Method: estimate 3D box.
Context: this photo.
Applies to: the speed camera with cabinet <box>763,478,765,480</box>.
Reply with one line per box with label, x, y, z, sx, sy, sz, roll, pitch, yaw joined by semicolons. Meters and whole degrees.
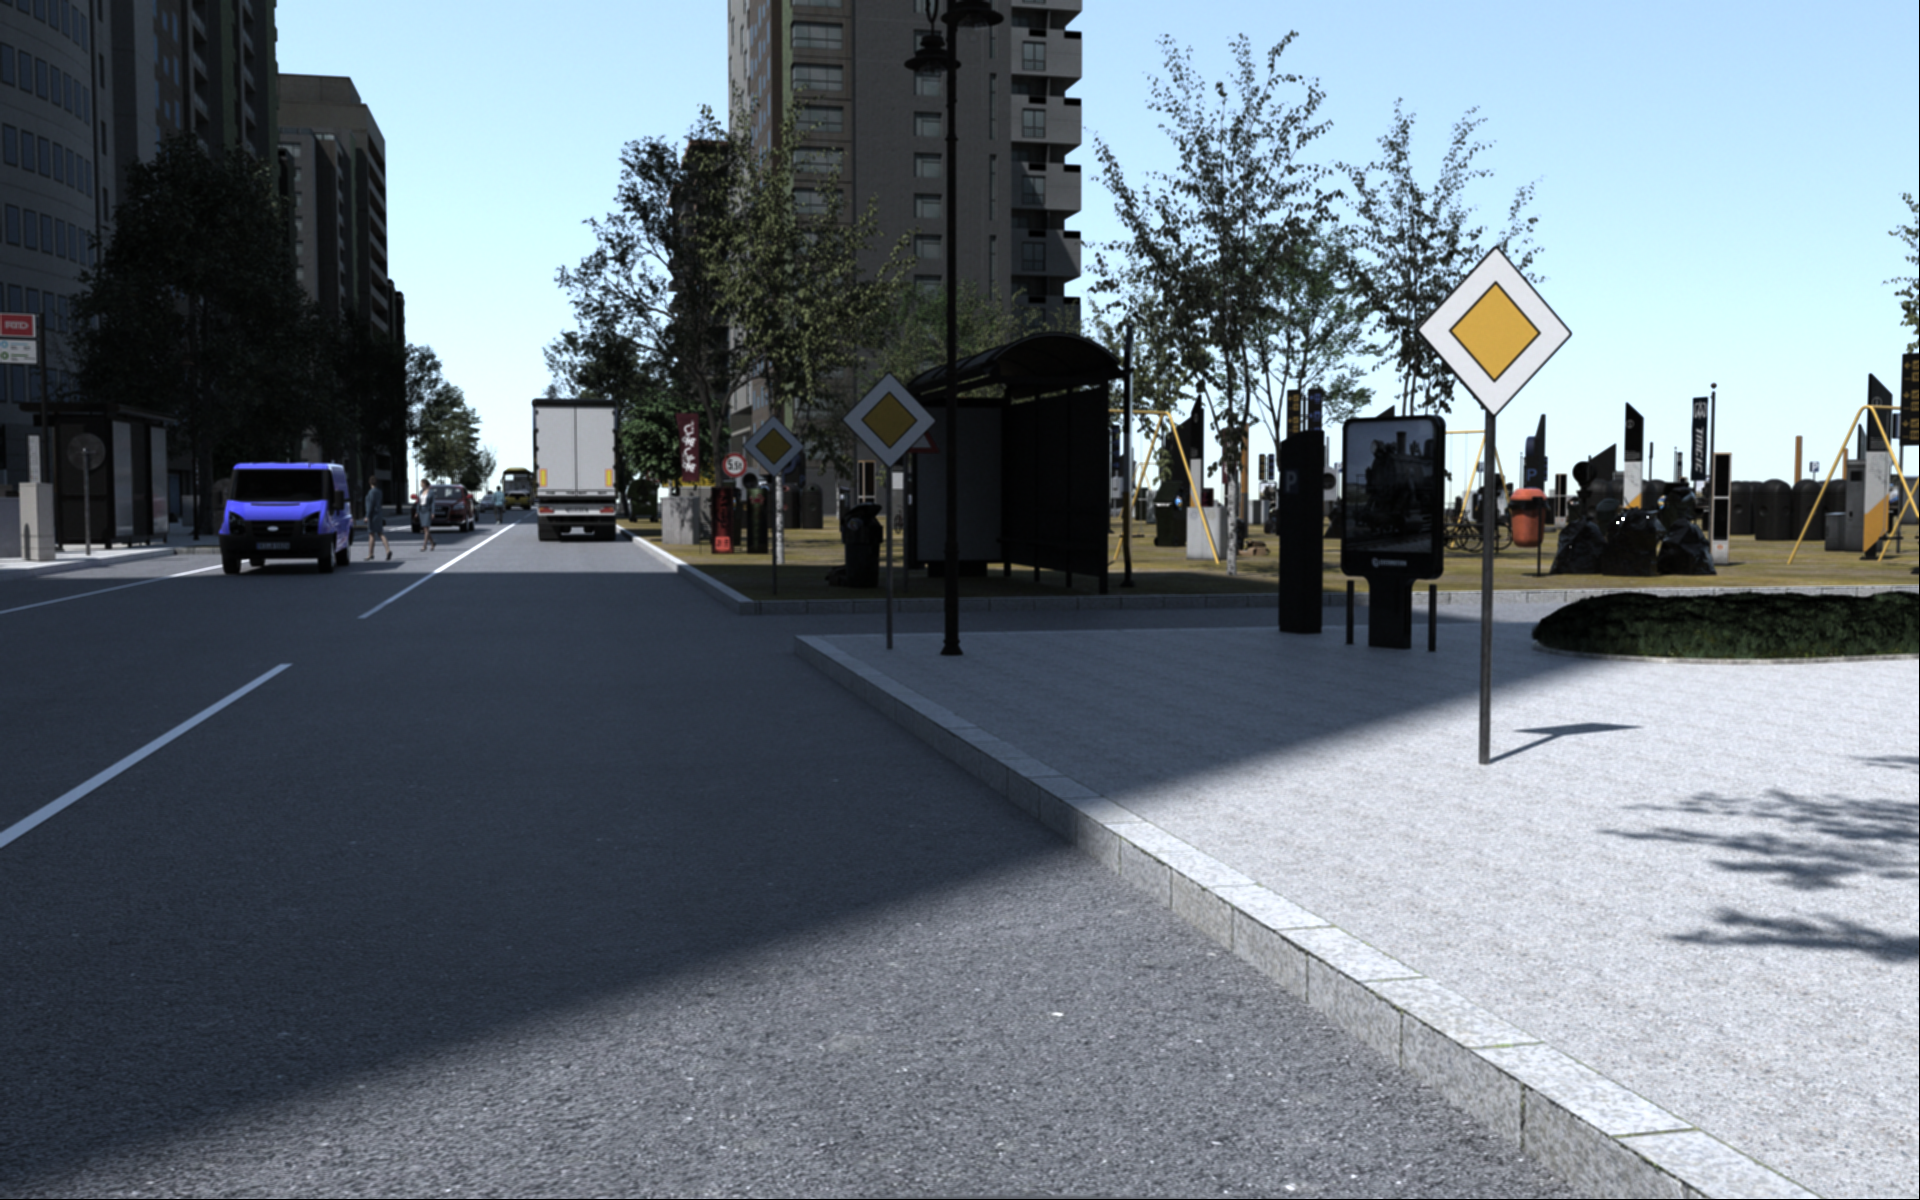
speed camera with cabinet;-10.354;-6.035;93.011;2.038;3.252;0.660;-3;5;-43

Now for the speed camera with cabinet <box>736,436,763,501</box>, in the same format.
speed camera with cabinet;-7.860;-3.933;58.643;2.038;3.252;0.660;-2;4;-28

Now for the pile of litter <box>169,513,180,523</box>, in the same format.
pile of litter;-35.729;-3.879;77.383;1.719;0.858;1.176;-3;5;-41

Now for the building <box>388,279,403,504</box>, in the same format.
building;-80.106;-27.543;222.021;14.160;30.474;14.107;-1;4;-13

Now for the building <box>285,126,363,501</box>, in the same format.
building;-72.938;-30.776;186.779;14.154;41.232;14.086;-1;4;-13

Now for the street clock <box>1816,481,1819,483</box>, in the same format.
street clock;48.650;-5.753;98.632;0.471;2.002;0.358;0;4;0

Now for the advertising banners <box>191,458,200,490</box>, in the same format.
advertising banners;-36.464;-5.365;83.901;0.090;3.025;2.074;1;4;18

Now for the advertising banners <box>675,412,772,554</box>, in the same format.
advertising banners;-5.059;-2.500;37.062;2.074;3.025;0.090;0;4;4

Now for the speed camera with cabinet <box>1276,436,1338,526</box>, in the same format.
speed camera with cabinet;11.849;-3.966;59.182;2.038;3.252;0.660;1;4;11

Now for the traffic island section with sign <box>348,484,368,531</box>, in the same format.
traffic island section with sign;-23.886;-3.655;68.390;1.989;1.847;2.006;-1;4;-13

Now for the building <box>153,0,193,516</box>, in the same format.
building;-51.393;-27.198;94.794;14.600;45.320;14.200;-1;4;-13

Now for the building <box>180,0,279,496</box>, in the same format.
building;-56.673;-26.877;123.026;14.154;41.232;14.086;-1;4;-13

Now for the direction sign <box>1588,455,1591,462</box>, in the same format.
direction sign;36.719;-6.672;101.081;0.379;3.537;0.876;2;4;27

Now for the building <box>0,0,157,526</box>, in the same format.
building;-46.550;-32.197;68.427;21.231;58.520;28.212;-1;4;-13

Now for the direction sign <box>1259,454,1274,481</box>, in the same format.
direction sign;17.304;-6.472;97.815;0.876;3.537;0.379;2;4;26

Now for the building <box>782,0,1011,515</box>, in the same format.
building;-4.932;-26.374;114.811;14.154;41.232;14.086;-1;4;-13

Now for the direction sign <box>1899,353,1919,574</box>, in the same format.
direction sign;15.477;-2.183;27.696;0.379;3.537;0.876;-3;4;-39

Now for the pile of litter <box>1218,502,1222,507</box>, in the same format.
pile of litter;14.273;-5.070;96.860;1.719;0.858;1.176;3;5;41

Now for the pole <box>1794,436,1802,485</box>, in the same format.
pole;29.369;-4.090;60.711;0.158;3.312;0.155;0;3;0

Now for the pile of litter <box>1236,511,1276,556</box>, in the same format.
pile of litter;6.049;-1.379;36.512;1.176;0.858;1.719;3;5;44

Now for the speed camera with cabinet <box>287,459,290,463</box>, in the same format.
speed camera with cabinet;-26.483;-4.486;67.678;0.660;3.252;2.038;-2;4;-26

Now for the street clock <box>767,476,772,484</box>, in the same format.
street clock;-7.531;-3.996;69.899;0.471;2.002;0.358;2;4;25

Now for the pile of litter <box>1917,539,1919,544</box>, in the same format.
pile of litter;24.925;-1.829;43.876;1.176;0.858;1.719;2;4;24

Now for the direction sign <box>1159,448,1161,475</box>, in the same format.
direction sign;10.064;-5.647;84.319;0.876;3.537;0.379;3;4;37

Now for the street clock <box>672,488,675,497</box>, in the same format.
street clock;-14.876;-5.190;89.430;0.471;2.002;0.358;-3;5;-39

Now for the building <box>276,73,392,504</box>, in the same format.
building;-79.294;-35.454;203.373;21.300;48.544;21.600;-1;4;-13

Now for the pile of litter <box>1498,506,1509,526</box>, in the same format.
pile of litter;22.157;-3.371;69.080;1.719;0.858;1.176;-1;4;-16

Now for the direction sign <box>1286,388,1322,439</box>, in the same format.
direction sign;7.413;-2.775;37.364;0.876;3.537;0.379;3;5;44

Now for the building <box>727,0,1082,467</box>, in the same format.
building;-5.394;-34.325;150.456;28.713;52.752;27.495;-1;4;-13

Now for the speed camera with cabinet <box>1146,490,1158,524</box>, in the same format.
speed camera with cabinet;8.885;-4.950;75.264;0.660;3.252;2.038;3;5;40

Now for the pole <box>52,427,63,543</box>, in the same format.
pole;-23.722;-3.162;45.537;0.158;3.312;0.155;0;3;0

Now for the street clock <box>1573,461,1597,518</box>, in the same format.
street clock;13.873;-2.075;38.496;0.471;2.002;0.358;3;5;44

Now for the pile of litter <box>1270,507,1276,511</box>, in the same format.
pile of litter;10.491;-2.586;56.248;1.176;0.858;1.719;3;5;42

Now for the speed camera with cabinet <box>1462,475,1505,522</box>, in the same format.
speed camera with cabinet;24.010;-5.202;79.384;2.038;3.252;0.660;-2;4;-25

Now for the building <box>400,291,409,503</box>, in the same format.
building;-83.269;-28.382;235.744;14.160;30.474;14.107;-1;4;-13

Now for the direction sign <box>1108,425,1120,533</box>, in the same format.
direction sign;4.867;-3.943;56.468;0.876;3.537;0.379;-3;4;-36

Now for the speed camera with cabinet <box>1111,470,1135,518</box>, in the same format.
speed camera with cabinet;9.029;-6.042;93.124;0.660;3.252;2.038;-3;4;-37

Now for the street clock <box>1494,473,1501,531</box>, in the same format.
street clock;18.740;-3.424;60.552;0.358;2.002;0.471;1;4;21

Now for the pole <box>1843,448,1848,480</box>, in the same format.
pole;39.537;-5.110;77.391;0.158;3.312;0.155;0;3;0

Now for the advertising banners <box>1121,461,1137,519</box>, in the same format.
advertising banners;8.863;-5.769;90.511;0.090;3.025;2.074;2;4;27

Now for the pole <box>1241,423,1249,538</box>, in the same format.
pole;8.223;-3.436;50.025;0.158;3.312;0.155;0;3;0

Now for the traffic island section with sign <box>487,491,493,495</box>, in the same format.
traffic island section with sign;-53.568;-11.569;197.788;1.989;1.847;2.006;-1;4;-13

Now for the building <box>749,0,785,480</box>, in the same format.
building;-7.870;-29.259;128.496;14.600;45.320;14.200;-1;4;-13

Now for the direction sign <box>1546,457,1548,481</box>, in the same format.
direction sign;34.949;-6.871;104.344;0.876;3.537;0.379;0;4;-6

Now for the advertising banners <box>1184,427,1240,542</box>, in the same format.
advertising banners;6.473;-3.042;45.920;2.074;3.025;0.090;2;4;34

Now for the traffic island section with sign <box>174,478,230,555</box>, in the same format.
traffic island section with sign;-17.862;-2.048;42.114;1.989;1.847;2.006;-1;4;-13

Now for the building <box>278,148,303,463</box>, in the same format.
building;-60.724;-22.349;137.100;14.160;30.474;14.107;-1;4;-13

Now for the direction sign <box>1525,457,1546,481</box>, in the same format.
direction sign;30.070;-6.038;90.724;0.876;3.537;0.379;1;4;16
